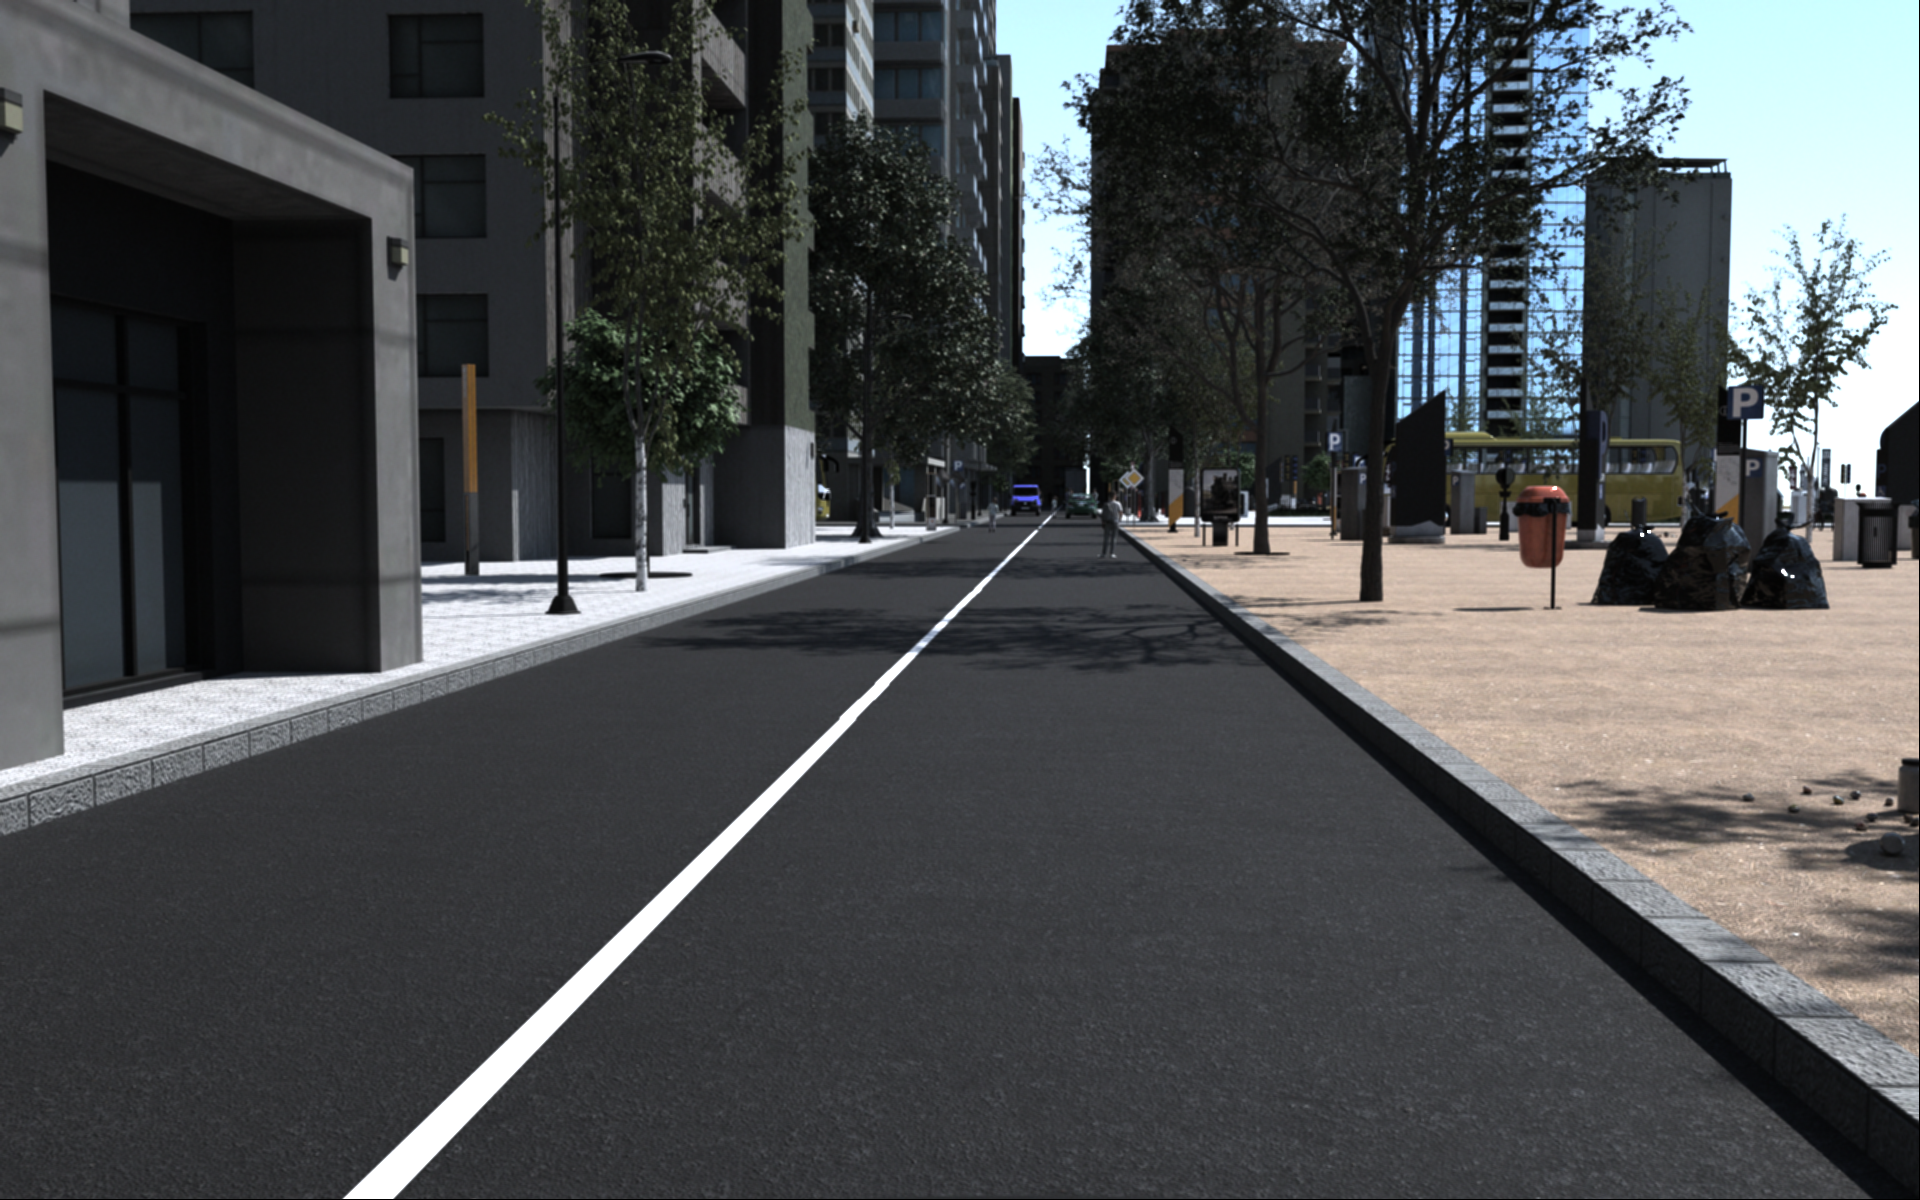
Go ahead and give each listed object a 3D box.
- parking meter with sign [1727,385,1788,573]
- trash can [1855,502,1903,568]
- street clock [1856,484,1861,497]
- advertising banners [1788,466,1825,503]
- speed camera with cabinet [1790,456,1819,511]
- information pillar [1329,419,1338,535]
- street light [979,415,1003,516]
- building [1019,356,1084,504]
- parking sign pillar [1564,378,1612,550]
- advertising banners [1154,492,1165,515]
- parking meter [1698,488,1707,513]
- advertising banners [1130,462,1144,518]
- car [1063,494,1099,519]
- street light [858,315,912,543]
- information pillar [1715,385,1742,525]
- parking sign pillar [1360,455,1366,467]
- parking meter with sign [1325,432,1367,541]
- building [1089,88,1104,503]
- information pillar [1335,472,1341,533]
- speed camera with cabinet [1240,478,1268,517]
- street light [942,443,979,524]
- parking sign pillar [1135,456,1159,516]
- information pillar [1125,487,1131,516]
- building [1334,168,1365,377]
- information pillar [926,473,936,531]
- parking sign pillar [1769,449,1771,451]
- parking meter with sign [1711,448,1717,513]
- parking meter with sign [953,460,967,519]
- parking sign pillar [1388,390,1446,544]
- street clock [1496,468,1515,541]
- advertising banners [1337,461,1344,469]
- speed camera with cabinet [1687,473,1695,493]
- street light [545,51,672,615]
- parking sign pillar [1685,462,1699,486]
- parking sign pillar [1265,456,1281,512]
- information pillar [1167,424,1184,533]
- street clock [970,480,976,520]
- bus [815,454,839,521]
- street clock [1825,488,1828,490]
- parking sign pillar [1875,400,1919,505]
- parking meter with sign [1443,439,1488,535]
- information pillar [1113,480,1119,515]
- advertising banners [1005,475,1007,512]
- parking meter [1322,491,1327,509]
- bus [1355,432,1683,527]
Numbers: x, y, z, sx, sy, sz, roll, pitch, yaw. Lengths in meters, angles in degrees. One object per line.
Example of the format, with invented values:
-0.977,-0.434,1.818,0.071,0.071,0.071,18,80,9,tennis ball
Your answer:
13.151,-1.969,28.454,0.543,3.016,1.738,3,5,42,parking meter with sign
15.971,-1.130,30.134,0.748,1.137,0.748,0,3,0,trash can
65.614,-7.460,126.546,0.358,2.002,0.471,1,4,12,street clock
51.932,-6.737,106.341,2.074,3.025,0.090,2,4,34,advertising banners
43.630,-5.814,89.394,2.038,3.252,0.660,-3,5,-40,speed camera with cabinet
11.645,-3.829,53.964,0.183,3.616,0.504,0,4,1,information pillar
1.704,-7.878,101.349,1.470,5.913,1.316,0,4,4,street light
3.138,-24.621,247.590,28.899,21.520,27.650,0,4,4,building
14.847,-3.192,40.655,1.447,3.967,1.447,2,4,29,parking sign pillar
12.559,-6.769,106.868,0.090,3.025,2.074,-2,4,-30,advertising banners
33.578,-4.276,78.331,0.372,1.533,0.369,0,3,0,parking meter
9.526,-5.851,91.844,0.090,3.025,2.074,3,4,36,advertising banners
7.143,-5.516,101.982,2.131,1.459,4.920,0,4,4,car
-1.940,-4.435,45.056,1.470,5.913,1.316,0,4,4,street light
16.411,-2.793,37.028,0.504,3.616,0.183,2,4,26,information pillar
27.534,-7.976,118.874,1.447,3.967,1.447,0,4,2,parking sign pillar
10.963,-3.176,48.185,0.543,3.016,1.738,-2,4,-31,parking meter with sign
32.422,-42.817,242.060,28.212,58.520,21.231,0,4,4,building
12.699,-3.258,57.756,0.304,2.012,0.304,1,4,18,information pillar
15.989,-6.203,95.760,2.038,3.252,0.660,1,4,11,speed camera with cabinet
-0.068,-6.247,74.672,1.470,5.913,1.316,0,4,4,street light
11.069,-6.986,102.699,1.447,3.967,1.447,3,4,38,parking sign pillar
9.818,-5.912,101.146,0.304,2.012,0.304,-1,4,-11,information pillar
58.329,-37.694,240.003,21.600,48.544,21.300,0,4,4,building
-1.009,-3.435,60.649,0.304,2.012,0.304,-1,4,-16,information pillar
47.612,-7.011,103.107,1.447,3.967,1.447,-2,4,-24,parking sign pillar
28.367,-4.186,64.706,0.543,3.016,1.738,1,4,21,parking meter with sign
0.041,-5.662,88.827,0.543,3.016,1.738,-1,4,-10,parking meter with sign
11.857,-3.450,44.877,1.447,3.967,1.447,0,4,-8,parking sign pillar
15.060,-2.648,47.871,0.471,2.002,0.358,-1,4,-19,street clock
20.377,-5.713,89.588,2.074,3.025,0.090,1,4,8,advertising banners
58.997,-8.808,138.339,2.038,3.252,0.660,0,4,8,speed camera with cabinet
-3.723,-2.804,18.381,1.470,5.913,1.316,0,4,4,street light
60.070,-9.417,142.438,1.447,3.967,1.447,-2,4,-26,parking sign pillar
22.207,-8.255,123.443,1.447,3.967,1.447,-1,4,-14,parking sign pillar
7.183,-4.058,57.696,0.504,3.616,0.183,1,4,11,information pillar
0.661,-5.016,86.584,0.358,2.002,0.471,0,4,7,street clock
-11.289,-4.901,71.672,12.252,3.916,2.896,0,4,5,bus
62.708,-7.384,125.300,0.358,2.002,0.471,1,4,14,street clock
26.216,-3.659,48.303,1.447,3.967,1.447,-1,4,-18,parking sign pillar
16.035,-3.600,55.122,1.738,3.016,0.543,-2,4,-30,parking meter with sign
8.119,-5.225,89.916,0.304,2.012,0.304,0,4,8,information pillar
3.330,-7.965,126.409,0.090,3.025,2.074,0,3,0,advertising banners
27.680,-7.537,131.641,0.372,1.533,0.369,0,3,0,parking meter
22.166,-4.738,69.016,12.252,3.916,2.896,0,4,4,bus
